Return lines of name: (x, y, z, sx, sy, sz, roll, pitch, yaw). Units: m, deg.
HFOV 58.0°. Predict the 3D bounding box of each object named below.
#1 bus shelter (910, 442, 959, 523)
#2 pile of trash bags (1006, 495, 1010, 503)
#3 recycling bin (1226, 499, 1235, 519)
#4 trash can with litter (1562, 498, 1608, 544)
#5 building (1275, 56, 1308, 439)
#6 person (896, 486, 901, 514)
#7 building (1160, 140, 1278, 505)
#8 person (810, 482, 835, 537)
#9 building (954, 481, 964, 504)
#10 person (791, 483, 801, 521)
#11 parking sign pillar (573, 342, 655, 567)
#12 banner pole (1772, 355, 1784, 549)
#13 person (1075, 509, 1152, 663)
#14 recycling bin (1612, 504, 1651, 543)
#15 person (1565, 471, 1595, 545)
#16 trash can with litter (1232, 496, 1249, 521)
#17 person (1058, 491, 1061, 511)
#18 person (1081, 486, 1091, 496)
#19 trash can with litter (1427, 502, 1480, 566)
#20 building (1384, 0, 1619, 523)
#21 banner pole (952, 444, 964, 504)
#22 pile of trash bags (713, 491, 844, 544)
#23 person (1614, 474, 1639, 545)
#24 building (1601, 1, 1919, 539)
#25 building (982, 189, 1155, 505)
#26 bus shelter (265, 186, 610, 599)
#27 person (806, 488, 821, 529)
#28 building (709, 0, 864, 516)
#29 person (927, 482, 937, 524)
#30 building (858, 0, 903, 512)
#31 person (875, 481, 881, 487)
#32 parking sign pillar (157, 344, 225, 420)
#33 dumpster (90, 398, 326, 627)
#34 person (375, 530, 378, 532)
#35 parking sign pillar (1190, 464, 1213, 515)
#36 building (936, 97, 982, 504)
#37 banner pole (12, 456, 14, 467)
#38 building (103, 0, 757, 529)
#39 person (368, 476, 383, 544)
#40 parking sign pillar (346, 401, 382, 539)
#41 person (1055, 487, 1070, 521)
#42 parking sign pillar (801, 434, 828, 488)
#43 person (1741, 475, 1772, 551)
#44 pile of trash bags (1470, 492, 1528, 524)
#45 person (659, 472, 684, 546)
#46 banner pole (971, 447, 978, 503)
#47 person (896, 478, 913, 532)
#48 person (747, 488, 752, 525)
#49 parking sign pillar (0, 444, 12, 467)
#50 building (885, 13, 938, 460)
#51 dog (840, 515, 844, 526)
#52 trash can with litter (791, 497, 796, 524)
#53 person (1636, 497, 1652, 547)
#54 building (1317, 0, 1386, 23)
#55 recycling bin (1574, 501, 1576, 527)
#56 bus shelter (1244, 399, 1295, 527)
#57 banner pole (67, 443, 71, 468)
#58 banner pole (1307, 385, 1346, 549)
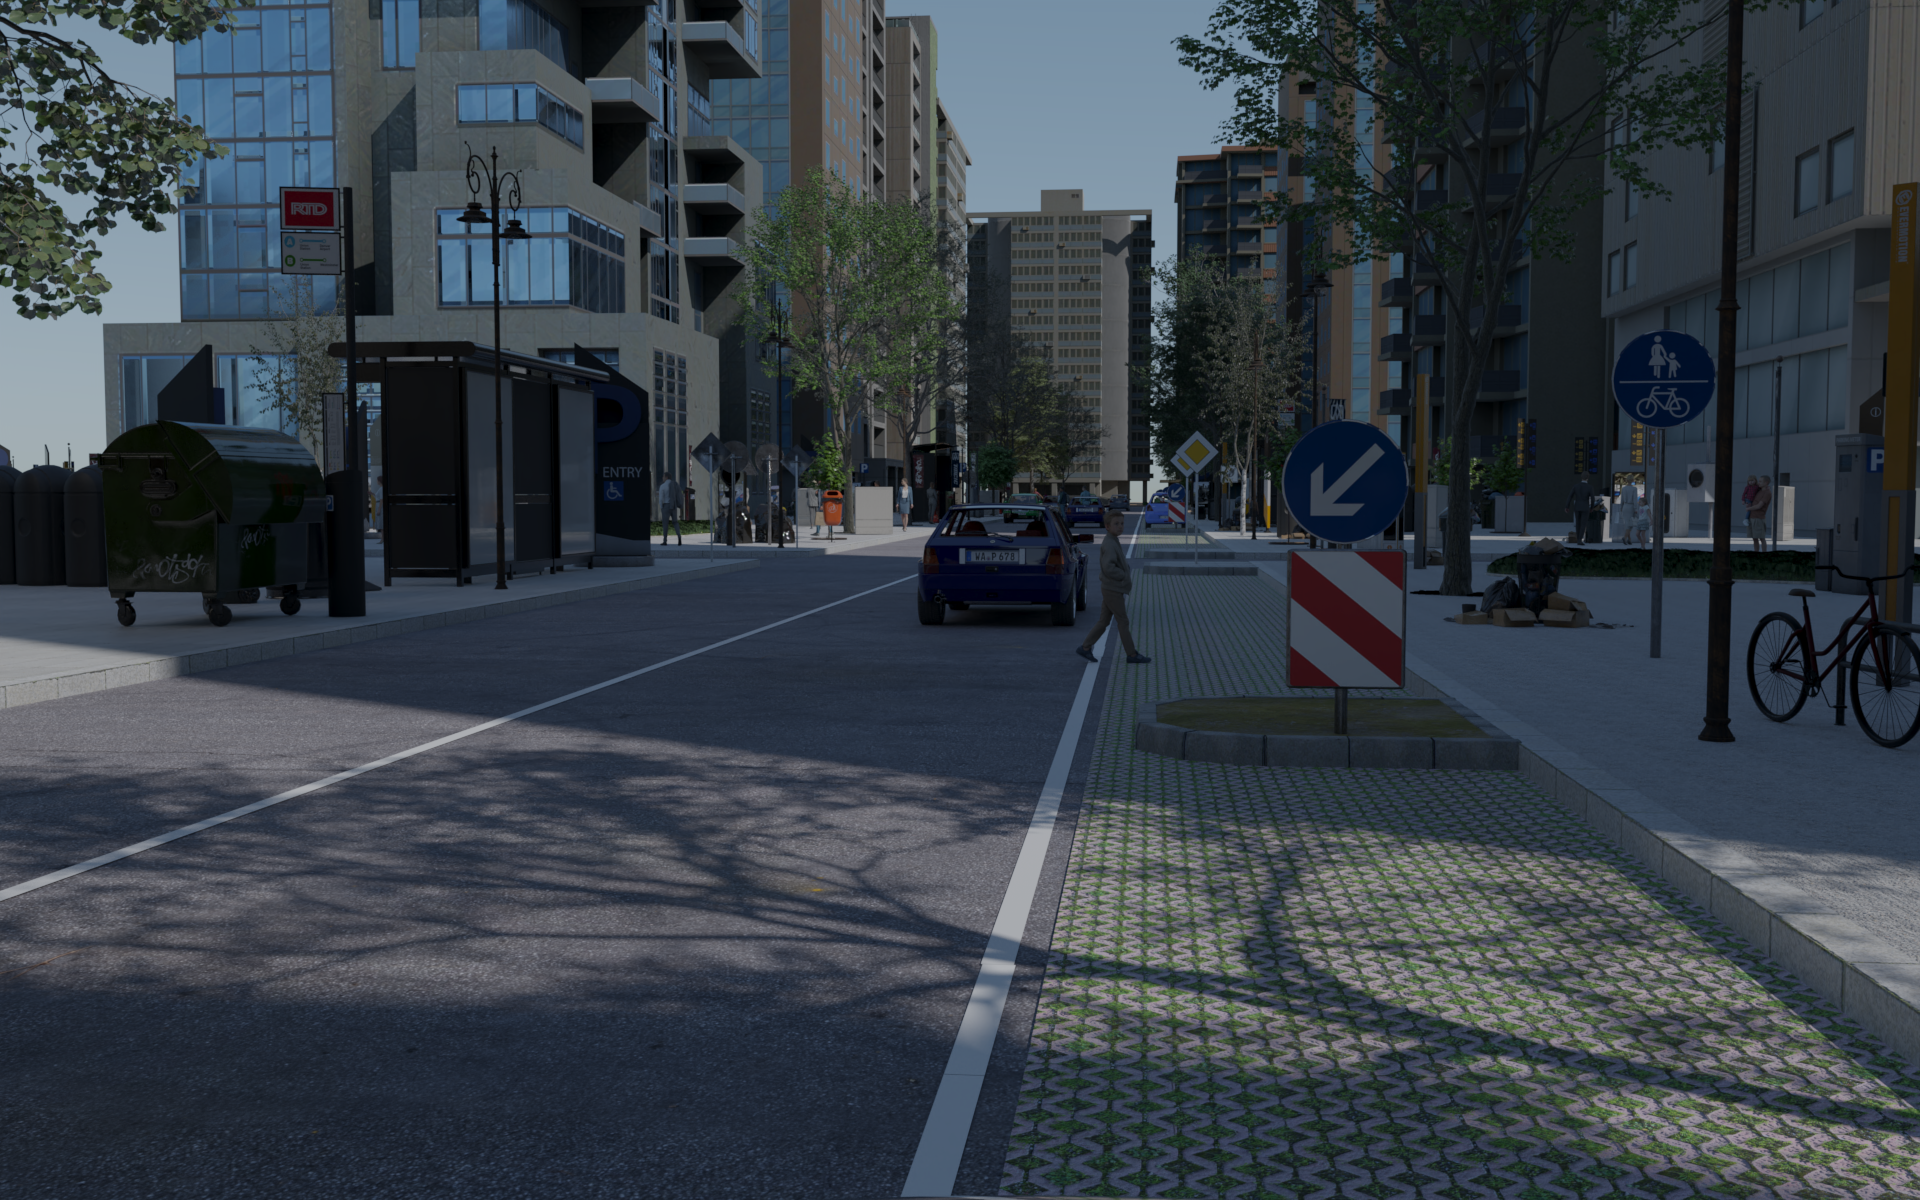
bus shelter: (-1.235, -5.485, 80.968, 1.731, 3.624, 6.357, 0, 4, 6)
pile of trash bags: (2.647, -6.372, 113.939, 1.912, 1.369, 3.447, 1, 4, 15)
recycling bin: (13.342, -4.398, 84.457, 0.722, 1.027, 0.722, 1, 4, 14)
trash can with litter: (16.253, -2.058, 45.034, 1.055, 1.170, 0.624, 0, 4, 6)
building: (38.754, -31.872, 171.215, 14.600, 45.320, 14.200, 0, 4, 6)
person: (-3.696, -6.313, 109.664, 0.661, 1.777, 0.834, -1, 4, -21)
building: (39.529, -34.310, 215.587, 28.867, 44.769, 22.147, 0, 4, 6)
person: (-4.042, -2.755, 51.074, 0.713, 1.824, 0.794, -1, 4, -15)
building: (-7.020, -27.207, 216.536, 14.107, 30.474, 14.160, 0, 4, 6)
person: (-7.839, -4.728, 83.521, 0.592, 1.802, 0.473, 1, 4, 8)
parking sign pillar: (-6.187, -2.592, 30.855, 1.447, 3.967, 1.447, -1, 4, -12)
banner pole: (14.668, -2.515, 31.144, 0.401, 3.779, 0.863, 2, 4, 30)
person: (1.292, -0.114, 14.636, 0.640, 1.303, 0.475, 0, 4, -3)
recycling bin: (17.660, -2.020, 45.579, 0.722, 1.027, 0.722, -1, 4, -8)
person: (15.580, -2.297, 43.370, 0.659, 1.850, 0.755, 2, 4, 35)
trash can with litter: (13.423, -4.385, 83.075, 0.624, 1.170, 1.055, 2, 4, 26)
person: (5.995, -5.737, 104.109, 0.330, 1.601, 0.589, 1, 4, 22)
person: (6.461, -4.960, 89.453, 0.638, 1.841, 0.748, 0, 4, 6)
trash can with litter: (8.793, -1.214, 31.235, 1.055, 1.170, 0.624, -2, 4, -28)
building: (33.798, -26.594, 89.440, 22.147, 44.769, 28.867, 0, 4, 6)
banner pole: (-0.081, -5.946, 87.238, 0.863, 3.779, 0.401, 2, 4, 31)
pile of trash bags: (-4.764, -2.187, 45.508, 3.447, 1.369, 1.912, 0, 4, -8)
person: (16.817, -2.278, 43.635, 0.624, 1.780, 0.694, -1, 4, -23)
building: (38.232, -28.589, 56.667, 27.495, 52.752, 28.713, 0, 4, 6)
building: (13.041, -32.520, 223.583, 23.993, 40.220, 32.217, 0, 4, 6)
bus shelter: (-7.509, -2.914, 25.273, 2.179, 5.291, 8.768, 0, 4, 6)
person: (-5.395, -3.513, 63.669, 0.537, 1.800, 0.526, 1, 4, 9)
building: (-13.994, -27.952, 107.119, 14.600, 45.320, 14.200, 0, 4, 6)
person: (-1.134, -4.106, 73.452, 0.520, 1.790, 0.573, 2, 4, 27)
building: (-14.048, -42.096, 126.523, 20.563, 71.187, 20.611, 0, 4, 6)
person: (-3.207, -3.800, 68.266, 0.616, 1.811, 0.778, -3, 5, -40)
parking sign pillar: (-14.031, -2.643, 31.678, 1.447, 3.967, 1.447, 2, 4, 26)
dumpster: (-7.562, -0.917, 17.493, 1.502, 2.255, 1.985, 0, 4, 6)
person: (-18.304, -2.973, 54.667, 0.620, 1.820, 0.660, -2, 4, -28)
parking sign pillar: (15.241, -7.375, 109.059, 1.447, 3.967, 1.447, 0, 4, -6)
building: (-11.587, -29.125, 168.075, 23.993, 40.220, 32.217, 0, 4, 6)
banner pole: (-62.290, -7.566, 113.723, 0.401, 3.779, 0.863, 1, 4, 13)
building: (-20.568, -46.678, 75.850, 22.319, 86.520, 31.000, 0, 4, 6)
person: (-14.983, -2.322, 44.577, 0.524, 1.755, 0.480, -1, 4, -15)
parking sign pillar: (-17.307, -3.736, 49.553, 1.447, 3.967, 1.447, 0, 4, -5)
person: (5.405, -5.100, 91.870, 0.794, 1.824, 0.713, -3, 4, -37)
parking sign pillar: (-6.558, -5.505, 78.476, 1.447, 3.967, 1.447, -3, 4, -39)
person: (16.279, -1.646, 35.387, 0.580, 1.828, 0.573, 2, 4, 35)
pile of trash bags: (23.224, -3.953, 74.388, 3.447, 1.369, 1.912, -3, 4, -38)
person: (-7.161, -2.254, 43.000, 0.679, 1.850, 0.850, -3, 4, -39)
banner pole: (0.794, -6.250, 92.197, 0.401, 3.779, 0.863, -2, 4, -33)
person: (-1.871, -3.258, 59.330, 0.581, 1.822, 0.654, 1, 4, 17)
person: (-8.752, -3.898, 69.901, 0.709, 1.813, 0.853, 2, 4, 31)
parking sign pillar: (-39.858, -5.076, 71.460, 1.447, 3.967, 1.447, -3, 5, -40)
building: (-9.645, -28.184, 144.404, 14.154, 41.232, 14.086, 0, 4, 6)
dog: (-4.844, -3.258, 71.001, 0.550, 0.427, 0.748, 3, 4, 38)
trash can with litter: (-6.558, -3.764, 72.934, 1.055, 1.170, 0.624, -1, 4, -21)
person: (15.770, -1.758, 39.799, 0.382, 1.210, 0.505, -1, 4, -18)
building: (34.658, -29.461, 131.796, 14.600, 45.320, 14.200, 0, 4, 6)
recycling bin: (24.385, -3.354, 67.387, 0.722, 1.027, 0.722, -3, 5, -41)
bus shelter: (12.764, -5.691, 70.686, 2.179, 5.291, 8.768, 0, 4, 6)
banner pole: (-43.571, -5.800, 84.851, 0.401, 3.779, 0.863, -1, 4, -19)
banner pole: (8.563, -3.055, 39.962, 0.863, 3.779, 0.401, -2, 4, -26)
